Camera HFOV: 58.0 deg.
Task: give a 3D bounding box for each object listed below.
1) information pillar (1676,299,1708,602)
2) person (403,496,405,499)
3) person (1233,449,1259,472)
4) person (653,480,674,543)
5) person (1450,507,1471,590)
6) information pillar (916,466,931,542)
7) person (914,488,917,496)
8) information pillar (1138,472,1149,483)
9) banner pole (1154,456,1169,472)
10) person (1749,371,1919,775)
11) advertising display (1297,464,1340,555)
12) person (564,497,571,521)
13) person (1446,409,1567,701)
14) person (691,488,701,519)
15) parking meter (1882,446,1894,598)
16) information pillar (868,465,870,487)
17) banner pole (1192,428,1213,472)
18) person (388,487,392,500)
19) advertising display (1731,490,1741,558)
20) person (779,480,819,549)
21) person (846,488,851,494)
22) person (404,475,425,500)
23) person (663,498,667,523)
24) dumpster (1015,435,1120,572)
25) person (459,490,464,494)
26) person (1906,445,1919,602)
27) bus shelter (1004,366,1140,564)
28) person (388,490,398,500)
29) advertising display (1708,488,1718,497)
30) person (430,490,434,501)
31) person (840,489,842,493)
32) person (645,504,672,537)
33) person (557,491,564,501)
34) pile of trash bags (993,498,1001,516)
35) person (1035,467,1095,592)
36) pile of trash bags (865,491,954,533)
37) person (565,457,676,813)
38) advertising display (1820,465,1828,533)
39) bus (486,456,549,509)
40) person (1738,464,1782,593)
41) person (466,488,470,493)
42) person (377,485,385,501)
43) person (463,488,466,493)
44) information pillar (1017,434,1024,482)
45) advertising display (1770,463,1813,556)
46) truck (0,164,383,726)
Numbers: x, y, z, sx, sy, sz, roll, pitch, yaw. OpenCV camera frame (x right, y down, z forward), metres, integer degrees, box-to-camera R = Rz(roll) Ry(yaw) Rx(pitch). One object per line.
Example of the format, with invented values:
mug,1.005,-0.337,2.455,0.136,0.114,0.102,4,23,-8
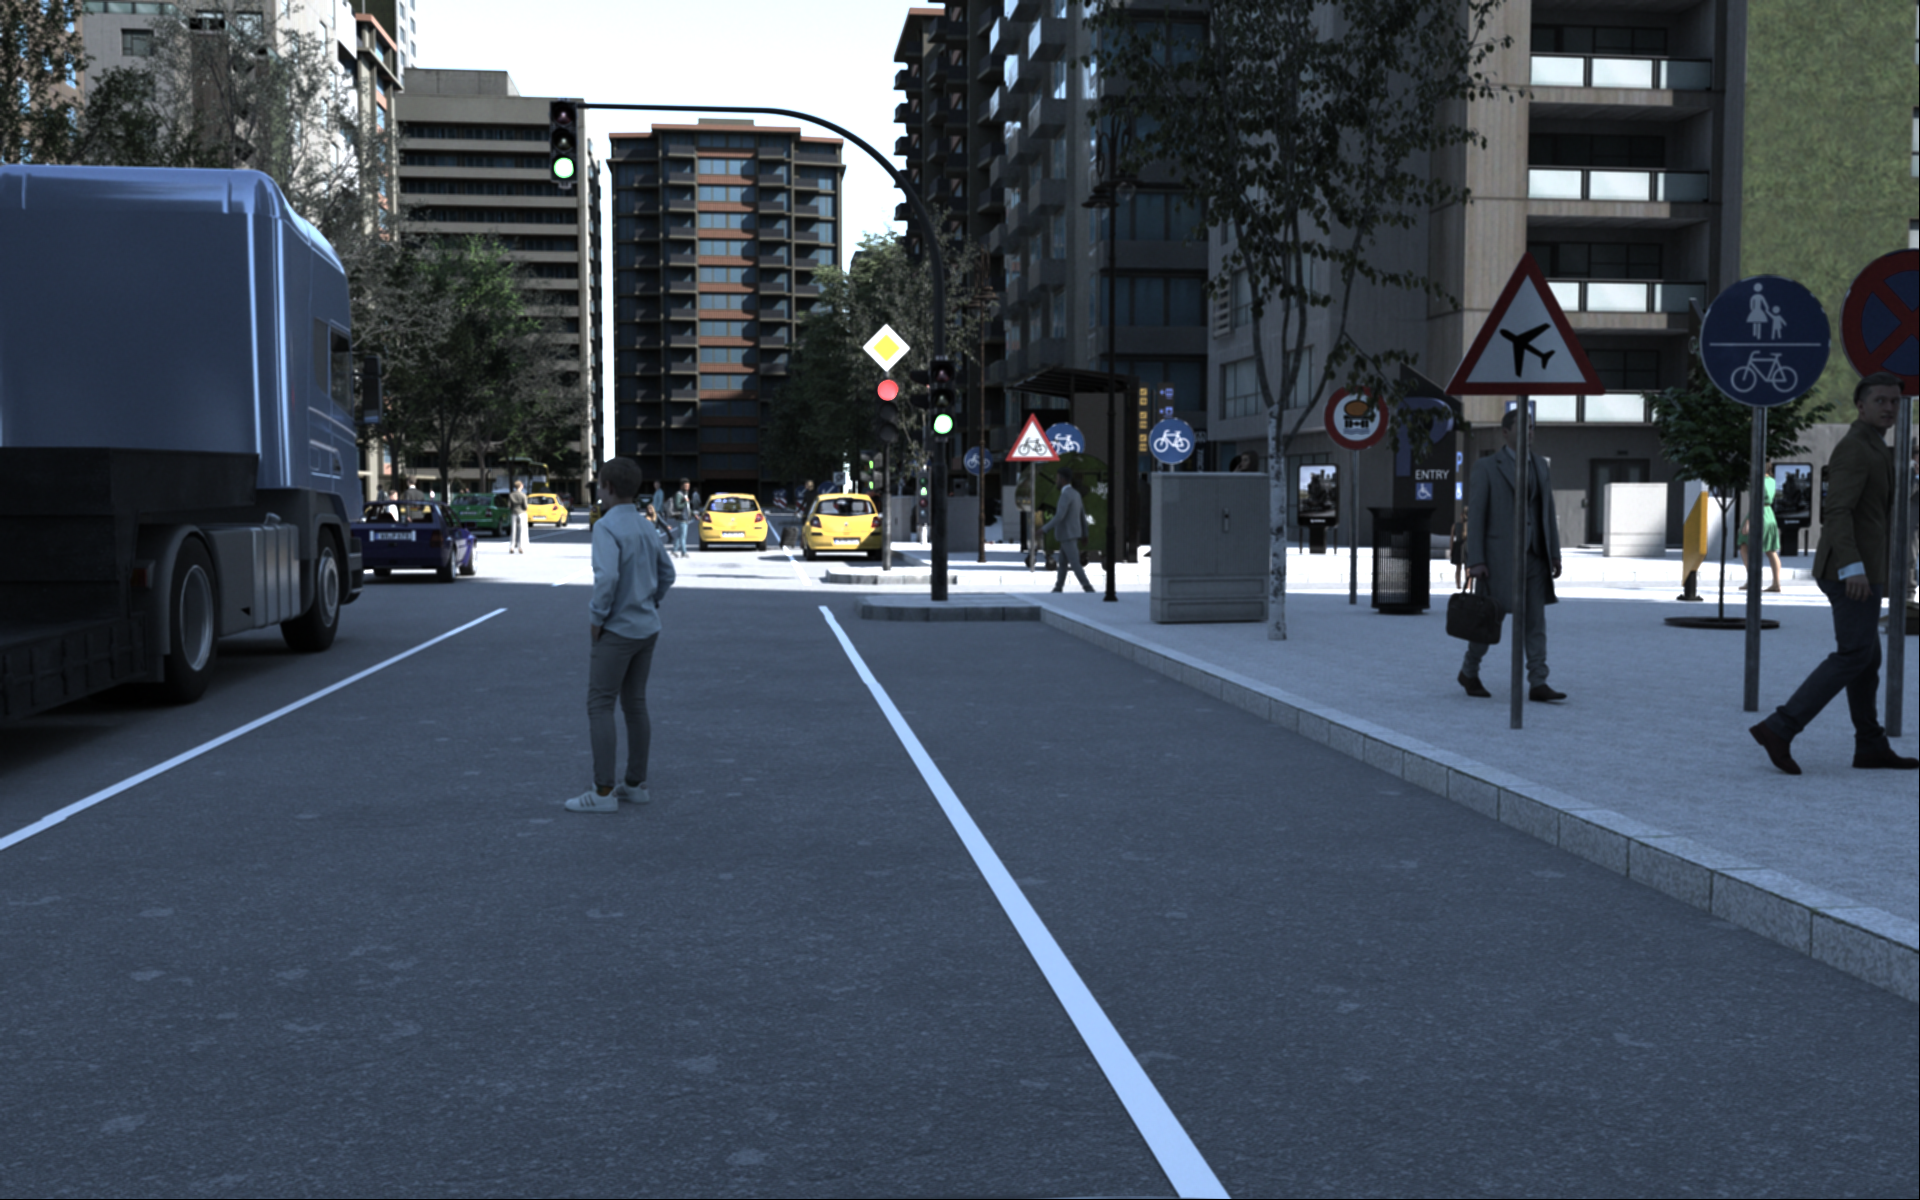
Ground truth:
information pillar,8.785,-1.792,20.649,0.183,3.616,0.504,0,4,0
person,-37.788,-6.891,119.232,1.217,1.766,0.721,1,4,9
person,3.357,-0.840,20.023,0.529,1.795,0.600,-3,5,-40
person,-8.673,-2.557,50.163,0.748,1.841,0.638,0,4,-5
person,7.225,-0.716,24.875,0.362,1.253,0.373,2,4,27
information pillar,-0.967,-2.536,45.959,0.304,2.012,0.304,-1,4,-20
person,-3.379,-7.817,134.635,0.721,1.735,1.217,3,5,43
information pillar,6.176,-3.288,58.255,0.304,2.012,0.304,0,4,-2
banner pole,6.950,-4.222,59.051,0.863,3.779,0.401,3,5,42
person,4.087,-0.123,7.963,0.836,1.842,0.656,0,4,-2
advertising display,7.644,-1.941,36.944,0.974,1.923,0.123,3,5,43
person,-20.650,-4.794,91.127,0.306,1.304,0.590,-3,4,-36
person,3.449,-0.284,10.792,0.694,1.812,0.767,-1,4,-18
person,-15.130,-5.519,98.957,0.641,1.798,0.478,-2,4,-34
parking meter,11.497,-0.964,21.471,0.255,1.863,0.399,3,5,44
information pillar,-5.283,-6.850,103.355,0.183,3.616,0.504,2,4,35
banner pole,8.198,-4.159,58.009,0.863,3.779,0.401,0,4,-5
person,-39.018,-6.864,118.935,0.621,1.740,0.551,1,4,22
advertising display,15.739,-1.832,35.160,0.123,1.923,0.974,1,4,20
person,-4.126,-2.254,45.565,0.699,1.804,1.509,-2,4,-32
person,-8.075,-7.392,127.725,1.217,1.723,0.721,-3,5,-44
person,-12.231,-1.852,38.554,0.755,1.850,0.659,2,4,34
person,-14.450,-4.397,85.079,0.352,1.250,0.332,-2,4,-33
dumpster,1.822,-1.648,29.438,1.502,2.255,1.985,0,4,-7
person,-20.887,-3.807,72.547,0.589,1.601,0.330,2,4,24
person,11.248,-0.873,20.126,0.655,1.846,0.447,0,4,6
bus shelter,2.178,-2.671,34.960,1.731,3.624,6.357,0,4,-7
person,-11.782,-1.515,35.865,0.503,1.515,0.523,2,4,29
advertising display,15.634,-1.898,36.244,0.123,1.923,0.974,3,5,41
person,-49.117,-9.415,160.921,0.436,1.711,0.756,1,4,12
person,-11.908,-10.106,171.830,0.990,1.755,0.434,1,4,19
person,-8.481,-2.089,48.155,1.012,1.151,0.738,0,4,1
person,-25.864,-6.259,112.296,0.593,1.643,0.415,2,4,24
pile of trash bags,1.000,-5.631,101.825,3.447,1.369,1.912,-1,4,-10
person,1.460,-0.884,23.225,0.850,1.792,0.678,2,4,24
pile of trash bags,-1.781,-2.937,57.766,3.447,1.369,1.912,-3,5,-40
person,-1.561,0.141,8.001,0.330,1.601,0.589,2,4,33
advertising display,19.640,-2.033,38.461,0.974,1.923,0.123,2,4,28
bus,-29.601,-7.648,116.592,2.896,3.916,12.252,0,4,-8
person,10.459,-0.998,22.608,0.529,1.795,0.600,3,5,42
person,-39.242,-8.017,137.569,0.568,1.767,0.683,0,4,6
person,-23.598,-3.789,70.567,0.853,1.813,0.709,-2,4,-27
person,-41.883,-8.600,146.666,0.705,1.822,1.348,-1,4,-23
information pillar,2.382,-4.639,67.203,0.183,3.616,0.504,3,5,43
advertising display,17.098,-1.863,35.674,0.974,1.923,0.123,-1,4,-16
truck,-6.000,-1.151,8.570,2.967,4.110,18.799,0,4,-8
